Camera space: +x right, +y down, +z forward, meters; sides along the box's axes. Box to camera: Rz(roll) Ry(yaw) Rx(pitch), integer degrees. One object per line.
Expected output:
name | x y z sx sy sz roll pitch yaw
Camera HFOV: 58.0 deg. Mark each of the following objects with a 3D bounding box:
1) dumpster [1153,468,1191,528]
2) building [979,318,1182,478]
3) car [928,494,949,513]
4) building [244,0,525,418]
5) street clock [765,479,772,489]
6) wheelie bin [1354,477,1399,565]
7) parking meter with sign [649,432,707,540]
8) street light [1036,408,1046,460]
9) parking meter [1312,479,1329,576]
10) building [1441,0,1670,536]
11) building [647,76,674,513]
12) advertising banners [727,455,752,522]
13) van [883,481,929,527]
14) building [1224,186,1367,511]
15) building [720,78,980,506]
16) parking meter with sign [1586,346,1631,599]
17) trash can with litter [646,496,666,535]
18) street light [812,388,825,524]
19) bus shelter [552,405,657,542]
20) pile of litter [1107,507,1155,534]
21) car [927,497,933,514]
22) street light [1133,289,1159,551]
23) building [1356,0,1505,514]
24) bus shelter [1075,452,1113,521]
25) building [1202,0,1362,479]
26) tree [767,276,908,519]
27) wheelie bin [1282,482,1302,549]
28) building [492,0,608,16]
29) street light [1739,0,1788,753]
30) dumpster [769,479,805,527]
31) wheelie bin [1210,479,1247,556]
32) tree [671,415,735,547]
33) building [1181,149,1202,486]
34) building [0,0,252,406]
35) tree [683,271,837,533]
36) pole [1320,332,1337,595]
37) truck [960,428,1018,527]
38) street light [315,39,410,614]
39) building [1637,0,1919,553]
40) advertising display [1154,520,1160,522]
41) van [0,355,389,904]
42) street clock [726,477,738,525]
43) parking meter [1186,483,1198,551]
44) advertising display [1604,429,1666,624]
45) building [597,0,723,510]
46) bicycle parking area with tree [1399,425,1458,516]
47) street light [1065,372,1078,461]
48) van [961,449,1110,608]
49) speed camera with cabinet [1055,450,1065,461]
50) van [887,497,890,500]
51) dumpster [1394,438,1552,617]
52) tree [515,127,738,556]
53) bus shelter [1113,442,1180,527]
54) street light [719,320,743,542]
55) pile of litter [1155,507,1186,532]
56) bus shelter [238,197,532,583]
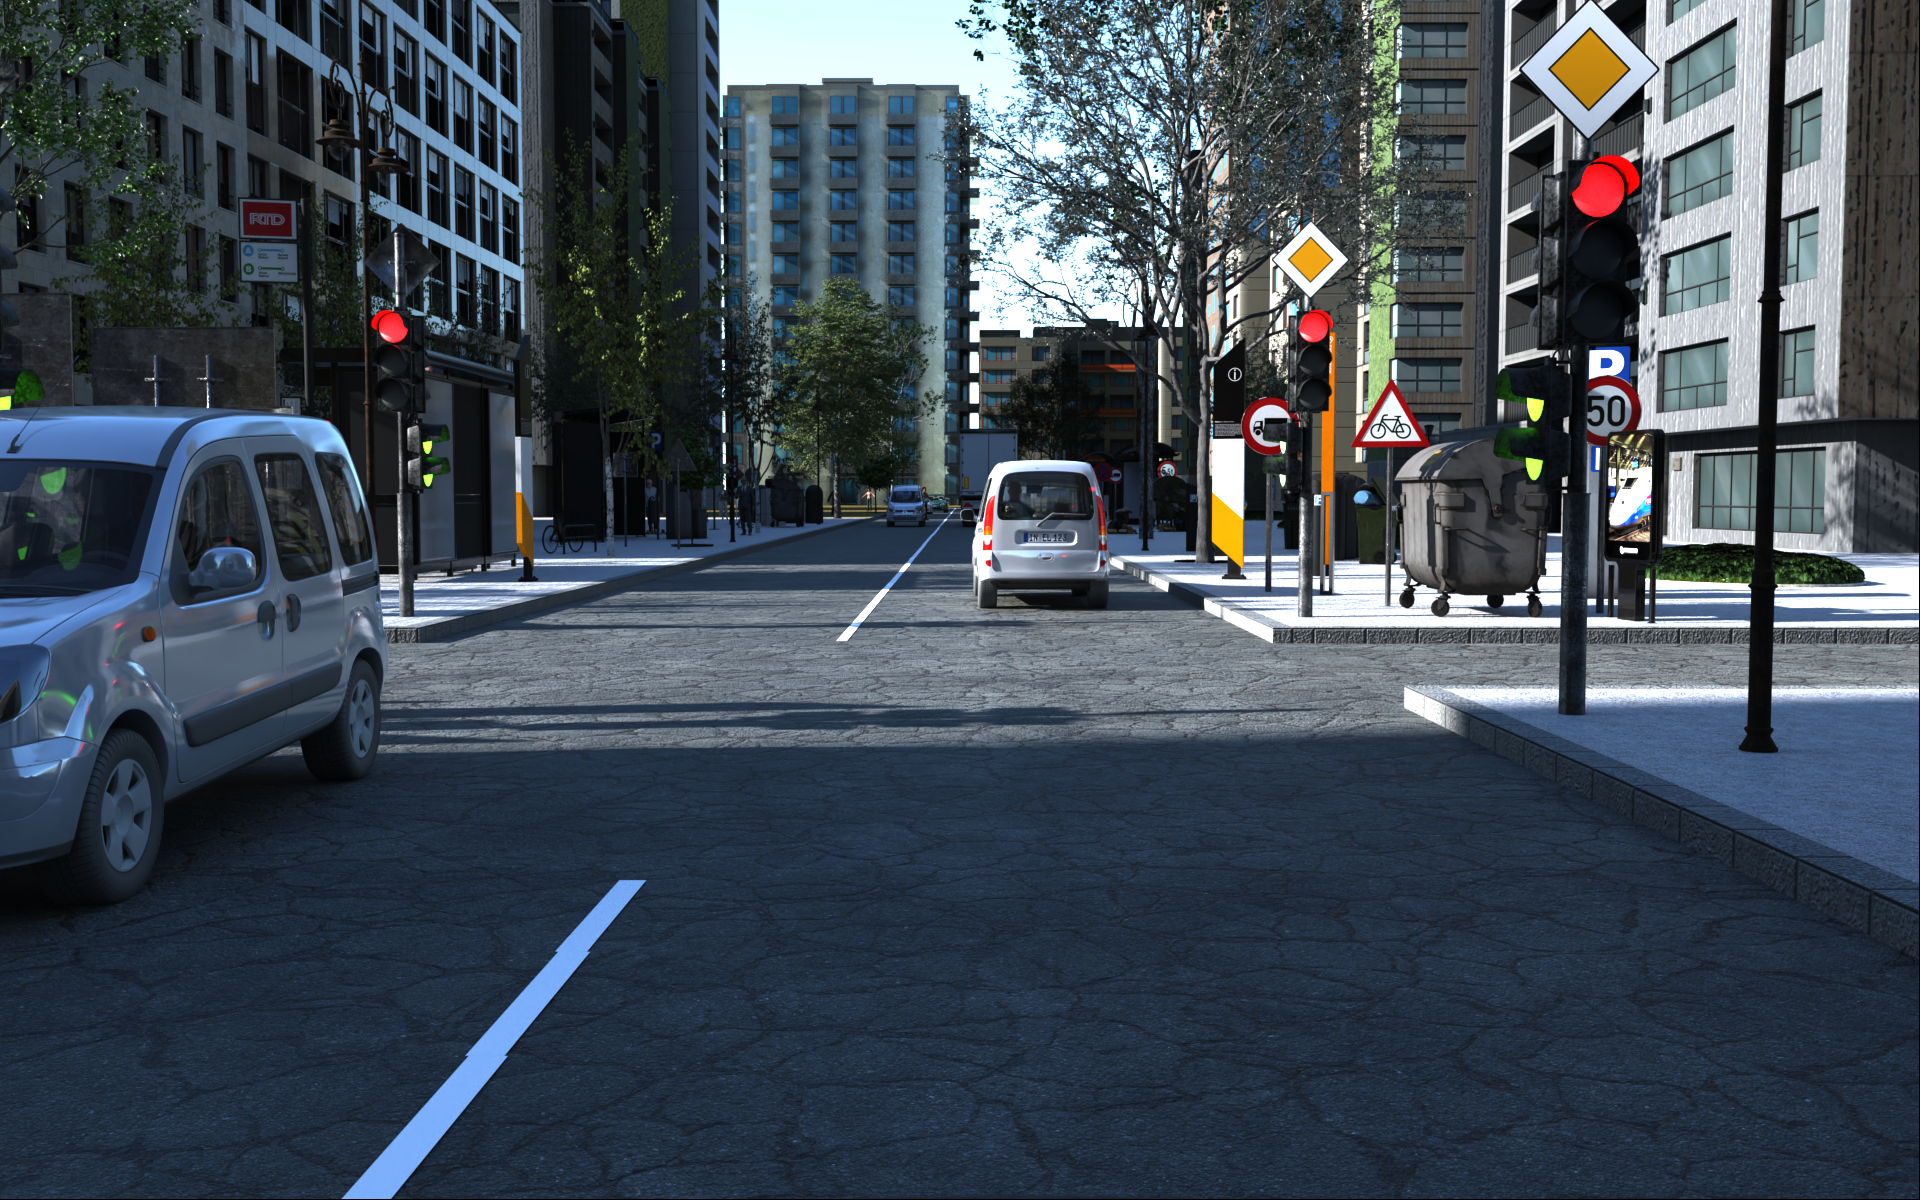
dumpster | 7.849 -3.841 65.293 1.502 2.255 1.985 0 4 0
building | 16.730 -22.005 204.814 28.899 21.520 27.650 0 4 0
car | -1.865 -7.450 133.609 2.131 1.459 4.920 0 4 1
building | -30.559 -15.990 65.946 19.350 26.468 34.151 0 4 0
street clock | -8.960 -4.685 81.172 0.358 2.002 0.471 1 4 11
wheelie bin | 7.630 -1.460 31.785 0.693 1.594 0.980 2 4 33
parking meter with sign | -7.973 -3.242 49.263 0.543 3.016 1.738 3 4 39
street light | 4.347 -7.339 92.777 0.468 5.910 1.993 0 4 0
parking meter | 5.647 -1.146 27.153 0.372 1.533 0.369 0 3 0
building | 29.025 -37.765 55.704 20.563 71.187 20.611 0 4 0
building | -27.168 -20.969 114.543 14.160 30.474 14.107 0 4 0
advertising banners | -9.519 -5.015 78.184 2.074 3.025 0.090 -2 4 -24
van | -2.380 -4.277 76.935 2.013 2.044 4.112 0 3 0
building | 32.809 -16.326 111.972 27.650 21.520 28.899 0 4 0
building | -12.956 -35.631 202.181 30.456 49.044 23.786 0 4 0
parking meter with sign | 8.007 -1.536 21.370 0.543 3.016 1.738 2 4 25
trash can with litter | -9.664 -2.725 55.608 1.678 1.210 2.233 0 4 7
street light | -5.967 -6.125 72.939 0.468 5.910 1.993 0 4 0
bus shelter | -9.961 -3.528 48.960 1.731 3.624 6.357 0 3 0
pile of litter | 5.155 -2.554 55.730 1.176 0.858 1.719 -3 5 -43
car | -2.947 -6.867 124.640 2.083 1.381 4.827 0 4 2
street light | 4.208 -4.059 39.157 0.468 5.910 1.993 0 4 0
building | 27.013 -24.585 85.564 14.154 41.232 14.086 0 4 0
bus shelter | 6.621 -5.592 85.360 2.014 3.302 5.546 0 4 0
building | 26.413 -29.521 132.783 14.600 45.320 14.200 0 4 0
tree | -6.051 -10.544 90.516 7.486 12.596 7.792 0 3 0
wheelie bin | 7.924 -1.982 40.315 0.980 1.594 0.693 2 4 32
building | -26.656 -20.108 100.459 14.160 30.474 14.107 0 4 0
street light | 3.994 -2.183 8.485 0.468 5.910 1.993 0 4 0
dumpster | -6.727 -3.764 67.307 1.264 1.857 1.865 0 4 0
wheelie bin | 5.450 -1.718 35.991 0.980 1.594 0.693 0 4 0
tree | -6.596 -2.915 42.256 1.663 3.219 1.824 0 3 0
building | 25.779 -23.018 148.047 14.160 30.474 14.107 0 4 0
building | -25.148 -11.336 40.098 10.420 20.320 16.860 0 4 0
tree | -6.620 -6.523 57.010 4.360 8.622 3.978 0 3 0
pole | 4.684 -1.723 22.009 0.158 3.312 0.155 0 3 0
truck | 1.340 -5.534 79.397 2.839 4.237 11.283 0 4 1
street light | -6.240 -2.781 18.255 0.468 5.910 1.993 0 4 0
building | 25.362 -16.399 39.821 14.107 30.474 14.160 0 4 0
advertising display | 8.663 -4.474 78.368 0.974 1.923 0.123 -1 4 -21
van | -3.776 -0.020 7.333 2.013 2.044 4.112 0 4 -2
street clock | -9.599 -4.175 72.830 0.471 2.002 0.358 -1 4 -17
parking meter | 5.264 -1.862 38.858 0.372 1.533 0.369 0 3 0
advertising display | 6.824 -0.755 17.558 0.123 1.923 0.974 0 4 -6
building | -34.467 -36.791 143.529 28.212 58.520 21.231 0 4 0
bicycle parking area with tree | 20.780 -5.316 73.919 9.016 4.147 8.231 3 5 42
street light | 4.226 -5.699 65.967 0.468 5.910 1.993 0 4 0
van | 1.021 -0.984 23.106 2.013 2.044 4.112 0 4 -1
speed camera with cabinet | 5.225 -5.360 81.974 2.038 3.252 0.660 0 4 2
van | -3.681 -6.410 111.807 2.013 2.044 4.112 0 4 0
dumpster | 5.527 -0.792 18.707 1.264 1.857 1.865 0 4 0
tree | -7.009 -5.207 35.496 4.737 8.622 4.395 0 3 0
bus shelter | 7.542 -4.646 69.880 2.014 3.302 5.546 0 4 0
street light | -6.076 -4.486 46.129 0.468 5.910 1.993 0 4 0
pile of litter | 7.263 -2.770 59.257 1.719 0.858 1.176 -2 4 -30
bus shelter | -8.658 -2.971 26.215 2.179 5.291 8.768 0 4 0
